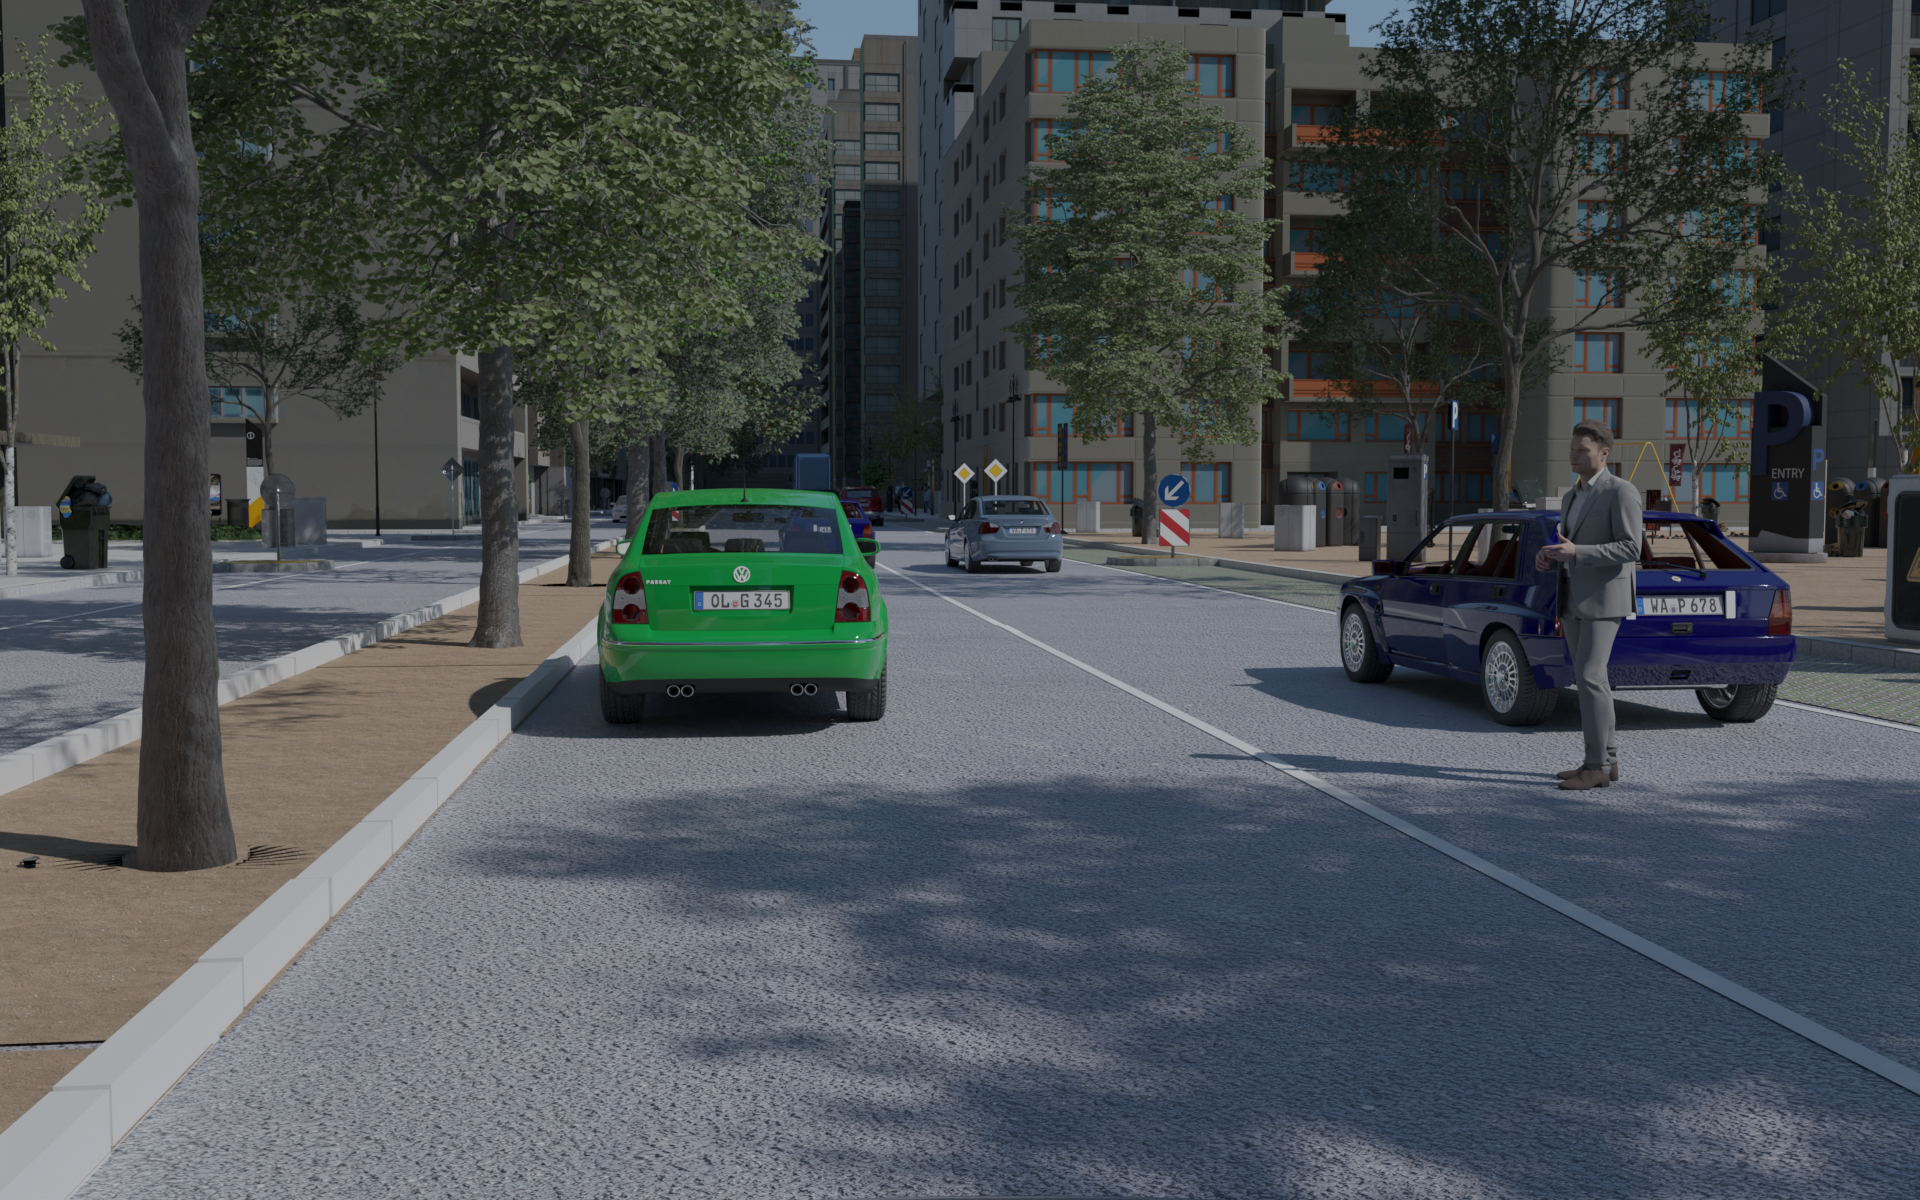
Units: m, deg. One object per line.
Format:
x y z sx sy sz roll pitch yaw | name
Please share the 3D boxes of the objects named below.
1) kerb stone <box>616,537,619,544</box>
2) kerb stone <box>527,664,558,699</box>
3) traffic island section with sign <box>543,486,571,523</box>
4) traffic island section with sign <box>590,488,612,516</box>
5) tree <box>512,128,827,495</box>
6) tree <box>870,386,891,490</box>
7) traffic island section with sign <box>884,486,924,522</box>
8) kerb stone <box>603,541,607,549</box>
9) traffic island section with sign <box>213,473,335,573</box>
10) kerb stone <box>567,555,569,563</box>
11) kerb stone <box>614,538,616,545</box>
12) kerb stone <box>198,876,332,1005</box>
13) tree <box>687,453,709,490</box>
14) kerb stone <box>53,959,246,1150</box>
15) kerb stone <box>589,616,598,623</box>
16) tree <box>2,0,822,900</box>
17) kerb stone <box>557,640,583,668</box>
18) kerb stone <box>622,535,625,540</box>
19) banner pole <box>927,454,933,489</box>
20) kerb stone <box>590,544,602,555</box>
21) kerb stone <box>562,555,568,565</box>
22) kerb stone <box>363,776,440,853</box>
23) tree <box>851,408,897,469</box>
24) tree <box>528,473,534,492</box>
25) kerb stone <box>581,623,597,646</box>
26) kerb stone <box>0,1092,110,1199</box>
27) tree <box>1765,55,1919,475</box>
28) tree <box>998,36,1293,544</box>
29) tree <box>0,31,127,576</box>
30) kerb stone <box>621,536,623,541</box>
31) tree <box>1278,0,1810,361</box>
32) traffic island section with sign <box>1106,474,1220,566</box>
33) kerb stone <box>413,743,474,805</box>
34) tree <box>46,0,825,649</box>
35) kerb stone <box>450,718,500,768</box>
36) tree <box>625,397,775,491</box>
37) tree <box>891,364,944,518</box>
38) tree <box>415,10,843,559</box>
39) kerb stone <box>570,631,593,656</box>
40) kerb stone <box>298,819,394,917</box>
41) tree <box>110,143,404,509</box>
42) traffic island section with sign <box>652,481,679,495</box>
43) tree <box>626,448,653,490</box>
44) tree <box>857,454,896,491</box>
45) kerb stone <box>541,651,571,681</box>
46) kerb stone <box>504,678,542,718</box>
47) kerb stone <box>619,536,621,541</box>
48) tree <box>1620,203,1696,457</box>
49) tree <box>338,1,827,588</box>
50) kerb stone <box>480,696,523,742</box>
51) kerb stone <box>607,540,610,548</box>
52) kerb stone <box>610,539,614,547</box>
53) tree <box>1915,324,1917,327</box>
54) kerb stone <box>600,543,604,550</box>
-9.765 -1.621 48.700 0.120 0.150 1.000 0 4 -7 | kerb stone
-3.010 0.602 12.402 0.120 0.150 1.000 0 4 -7 | kerb stone
-19.897 -4.806 87.206 1.989 1.847 2.006 0 4 -7 | traffic island section with sign
-23.321 -6.450 114.085 1.989 1.847 2.006 0 4 -7 | traffic island section with sign
-8.461 -7.895 48.551 9.611 12.733 9.660 0 3 0 | tree
-3.786 -9.882 111.931 4.737 8.622 4.395 0 3 0 | tree
-2.941 -4.947 89.512 1.989 1.847 2.006 0 4 -7 | traffic island section with sign
-9.251 -1.371 44.630 0.120 0.150 1.000 0 4 -7 | kerb stone
-12.930 -1.468 32.629 1.989 1.847 2.006 0 4 -7 | traffic island section with sign
-8.078 -0.813 35.481 0.120 0.150 1.000 0 4 -7 | kerb stone
-9.636 -1.559 47.683 0.120 0.150 1.000 0 4 -7 | kerb stone
-2.106 1.034 5.286 0.120 0.150 1.000 0 4 -7 | kerb stone
-19.032 -10.680 127.445 4.360 8.622 3.978 0 3 0 | tree
-1.971 1.100 4.263 0.120 0.150 1.000 0 4 -7 | kerb stone
-3.663 0.289 17.475 0.120 0.150 1.000 0 4 -7 | kerb stone
-2.940 -5.707 6.140 12.009 13.543 11.850 0 3 0 | tree
-3.273 0.475 14.433 0.120 0.150 1.000 0 4 -7 | kerb stone
-10.159 -1.809 51.772 0.120 0.150 1.000 0 4 -7 | kerb stone
-1.856 -7.260 108.719 0.401 3.779 0.863 2 4 33 | banner pole
-8.980 -1.245 42.604 0.120 0.150 1.000 0 4 -7 | kerb stone
-7.951 -0.750 34.459 0.120 0.150 1.000 0 4 -7 | kerb stone
-2.362 0.914 7.327 0.120 0.150 1.000 0 4 -7 | kerb stone
-7.577 -12.143 148.902 4.360 8.622 3.978 0 3 0 | tree
-22.774 -5.725 88.211 1.663 3.219 1.824 0 3 0 | tree
-3.526 0.351 16.462 0.120 0.150 1.000 0 4 -7 | kerb stone
-1.836 1.163 3.245 0.120 0.150 1.000 0 4 -7 | kerb stone
15.373 -4.775 28.439 4.737 8.622 4.395 0 3 0 | tree
4.441 -7.704 44.087 7.486 12.596 7.792 0 3 0 | tree
-15.201 -4.693 27.086 4.737 8.622 4.395 0 3 0 | tree
-10.030 -1.740 50.751 0.120 0.150 1.000 0 4 -7 | kerb stone
7.828 -5.483 24.065 7.601 10.594 8.767 3 4 38 | tree
4.029 -1.613 34.996 1.989 1.847 2.006 0 4 -7 | traffic island section with sign
-2.490 0.847 8.341 0.120 0.150 1.000 0 4 -7 | kerb stone
-4.469 -5.849 16.213 7.486 12.596 7.792 0 3 0 | tree
-2.628 0.789 9.354 0.120 0.150 1.000 0 4 -7 | kerb stone
-12.228 -8.563 76.872 8.767 10.594 7.601 0 4 -7 | tree
-1.084 -8.813 94.451 4.737 8.622 4.395 0 3 0 | tree
-7.165 -7.881 37.965 9.857 13.997 8.962 0 3 0 | tree
-3.397 0.413 15.449 0.120 0.150 1.000 0 4 -7 | kerb stone
-2.234 0.978 6.313 0.120 0.150 1.000 0 4 -7 | kerb stone
-18.319 -6.775 45.189 7.601 10.594 8.767 -2 4 -28 | tree
-10.554 -3.371 63.245 2.006 1.907 1.989 0 4 -7 | traffic island section with sign
-34.646 -14.296 184.107 4.737 8.622 4.395 0 3 0 | tree
-6.878 -9.694 142.214 4.285 4.588 4.351 0 3 0 | tree
-3.147 0.537 13.414 0.120 0.150 1.000 0 4 -7 | kerb stone
-2.885 0.661 11.386 0.120 0.150 1.000 0 4 -7 | kerb stone
-9.894 -1.683 49.718 0.120 0.150 1.000 0 4 -7 | kerb stone
17.355 -5.501 40.298 4.737 8.622 4.395 0 3 0 | tree
-5.746 -5.997 26.270 9.928 11.665 9.643 0 3 0 | tree
-2.754 0.725 10.373 0.120 0.150 1.000 0 4 -7 | kerb stone
-9.384 -1.429 45.649 0.120 0.150 1.000 0 4 -7 | kerb stone
-9.497 -1.497 46.668 0.120 0.150 1.000 0 4 -7 | kerb stone
21.221 -5.111 33.929 4.360 8.622 3.978 0 3 0 | tree
-9.120 -1.306 43.617 0.120 0.150 1.000 0 4 -7 | kerb stone
